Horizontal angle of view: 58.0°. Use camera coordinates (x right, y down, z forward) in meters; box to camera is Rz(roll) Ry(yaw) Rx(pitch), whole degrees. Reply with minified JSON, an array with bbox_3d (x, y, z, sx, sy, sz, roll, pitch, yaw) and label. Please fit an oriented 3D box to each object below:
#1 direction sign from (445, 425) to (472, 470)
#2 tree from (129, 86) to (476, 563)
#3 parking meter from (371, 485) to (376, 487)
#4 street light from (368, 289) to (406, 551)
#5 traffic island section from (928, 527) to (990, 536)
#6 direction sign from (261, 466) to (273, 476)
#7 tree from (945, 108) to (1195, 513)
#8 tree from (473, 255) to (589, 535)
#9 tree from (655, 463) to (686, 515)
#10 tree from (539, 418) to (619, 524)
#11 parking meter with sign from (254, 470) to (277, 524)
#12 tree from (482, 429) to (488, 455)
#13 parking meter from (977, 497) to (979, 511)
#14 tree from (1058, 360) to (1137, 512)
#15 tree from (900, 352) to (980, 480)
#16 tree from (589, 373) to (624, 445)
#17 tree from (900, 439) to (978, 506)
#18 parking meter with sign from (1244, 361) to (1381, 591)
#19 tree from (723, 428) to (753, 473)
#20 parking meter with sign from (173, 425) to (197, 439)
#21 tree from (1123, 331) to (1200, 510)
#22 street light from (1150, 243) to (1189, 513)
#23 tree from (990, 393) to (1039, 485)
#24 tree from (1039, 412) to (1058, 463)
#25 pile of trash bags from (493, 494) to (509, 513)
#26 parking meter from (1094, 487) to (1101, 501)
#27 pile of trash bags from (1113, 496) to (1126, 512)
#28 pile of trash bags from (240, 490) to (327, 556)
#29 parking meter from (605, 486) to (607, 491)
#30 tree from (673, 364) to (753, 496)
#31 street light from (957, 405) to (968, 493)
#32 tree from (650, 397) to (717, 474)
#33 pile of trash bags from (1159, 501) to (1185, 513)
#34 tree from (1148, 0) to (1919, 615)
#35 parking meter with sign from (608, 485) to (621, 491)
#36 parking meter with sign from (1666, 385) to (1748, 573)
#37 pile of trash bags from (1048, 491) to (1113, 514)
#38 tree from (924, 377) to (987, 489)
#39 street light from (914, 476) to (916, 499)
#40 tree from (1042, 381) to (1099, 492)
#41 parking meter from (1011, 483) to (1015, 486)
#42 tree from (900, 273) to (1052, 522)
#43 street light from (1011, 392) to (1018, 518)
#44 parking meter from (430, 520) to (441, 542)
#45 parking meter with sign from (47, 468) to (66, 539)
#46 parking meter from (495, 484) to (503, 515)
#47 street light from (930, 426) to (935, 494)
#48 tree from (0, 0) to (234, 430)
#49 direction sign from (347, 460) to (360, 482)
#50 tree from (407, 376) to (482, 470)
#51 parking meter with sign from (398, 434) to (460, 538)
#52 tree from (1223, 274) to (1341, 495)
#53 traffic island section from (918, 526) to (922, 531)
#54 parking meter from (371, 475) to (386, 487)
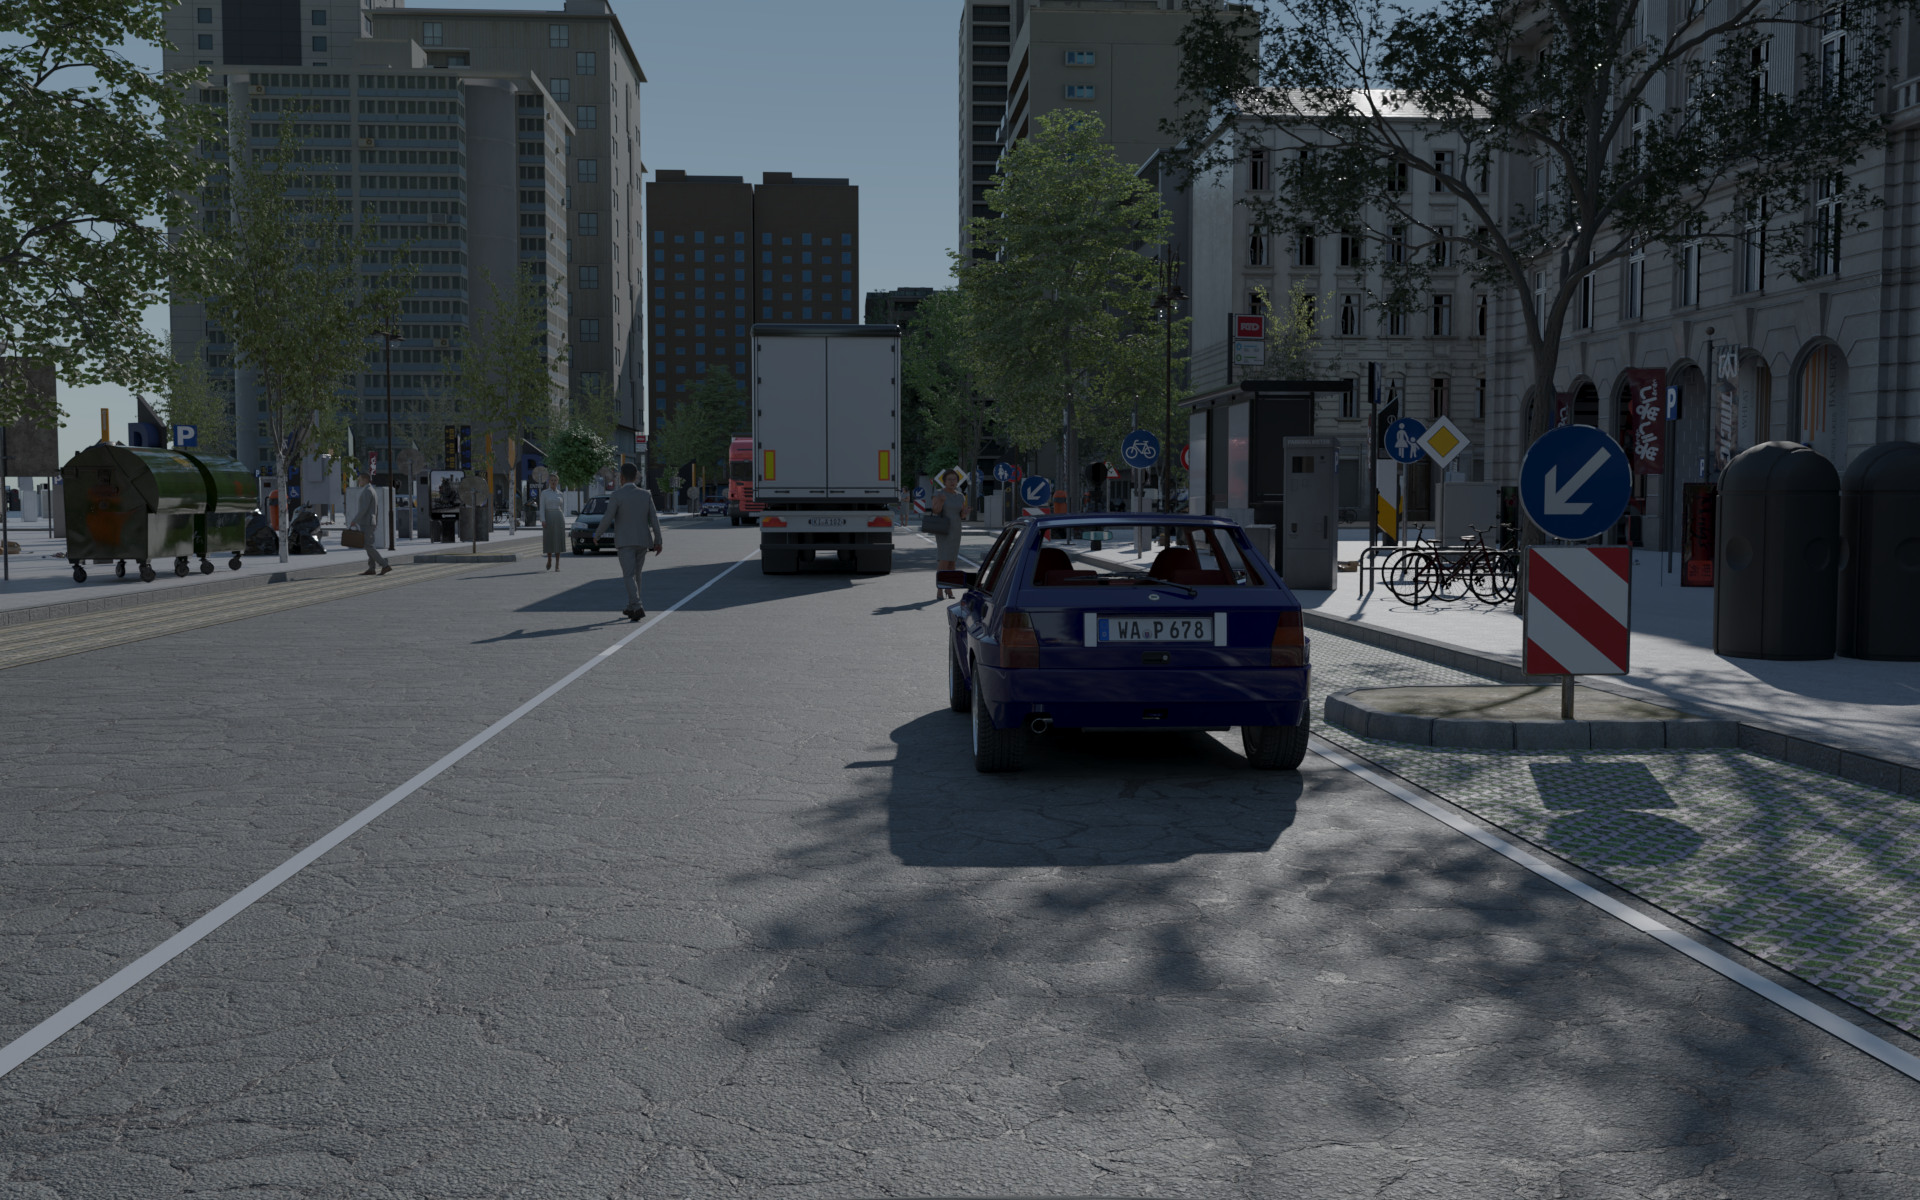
[{"bbox_3d":[-16.512,-3.979,57.058,0.876,3.537,0.379,0,4,3],"label":"direction sign"},{"bbox_3d":[-12.405,-4.993,31.998,4.737,8.622,4.395,0,3,0],"label":"tree"},{"bbox_3d":[-15.642,-2.288,45.823,0.372,1.533,0.369,0,3,0],"label":"parking meter"},{"bbox_3d":[-12.892,-4.057,39.116,0.468,5.910,1.993,0,4,-4],"label":"street light"},{"bbox_3d":[-0.075,-2.334,60.443,2.009,0.180,2.903,0,4,-4],"label":"traffic island section"},{"bbox_3d":[-55.699,-9.003,139.196,0.876,3.537,0.379,-1,4,-18],"label":"direction sign"},{"bbox_3d":[3.010,-8.189,52.022,7.486,12.596,7.792,0,3,0],"label":"tree"},{"bbox_3d":[-14.044,-6.330,53.851,4.737,8.622,4.395,0,3,0],"label":"tree"},{"bbox_3d":[-18.843,-7.204,112.392,1.663,3.219,1.824,0,3,0],"label":"tree"},{"bbox_3d":[-16.318,-5.502,73.673,4.285,4.588,4.351,0,3,0],"label":"tree"},{"bbox_3d":[-29.991,-4.821,75.081,1.738,3.016,0.543,-2,4,-28],"label":"parking meter with sign"},{"bbox_3d":[-36.748,-10.818,127.244,4.360,8.622,3.978,0,3,0],"label":"tree"},{"bbox_3d":[1.290,-7.571,129.496,0.399,1.863,0.255,-1,4,-18],"label":"parking meter"},{"bbox_3d":[7.910,-8.731,93.108,4.360,8.622,3.978,0,3,0],"label":"tree"},{"bbox_3d":[-3.069,-13.381,135.789,9.611,12.733,9.660,0,3,0],"label":"tree"},{"bbox_3d":[-22.224,-9.407,104.164,4.737,8.622,4.395,0,3,0],"label":"tree"},{"bbox_3d":[-0.674,-7.210,101.591,4.285,4.588,4.351,0,3,0],"label":"tree"},{"bbox_3d":[4.713,-1.652,23.264,1.738,3.016,0.543,1,4,22],"label":"parking meter with sign"},{"bbox_3d":[-24.921,-15.141,197.912,4.360,8.622,3.978,0,3,0],"label":"tree"},{"bbox_3d":[-19.902,-2.950,44.499,0.543,3.016,1.738,-2,4,-26],"label":"parking meter with sign"},{"bbox_3d":[9.099,-7.805,77.972,4.737,8.622,4.395,0,3,0],"label":"tree"},{"bbox_3d":[3.861,-3.628,32.111,0.468,5.910,1.993,0,4,-4],"label":"street light"},{"bbox_3d":[4.266,-10.762,126.326,4.360,8.622,3.978,0,3,0],"label":"tree"},{"bbox_3d":[7.392,-9.409,104.199,4.360,8.622,3.978,0,3,0],"label":"tree"},{"bbox_3d":[-32.397,-6.832,121.459,1.912,1.369,3.447,-3,4,-37],"label":"pile of trash bags"},{"bbox_3d":[9.037,-6.602,113.658,0.399,1.863,0.255,2,4,29],"label":"parking meter"},{"bbox_3d":[8.146,-5.501,99.688,1.912,1.369,3.447,-2,4,-30],"label":"pile of trash bags"},{"bbox_3d":[-14.826,-1.705,37.635,1.912,1.369,3.447,-1,4,-22],"label":"pile of trash bags"},{"bbox_3d":[-22.100,-6.228,107.543,0.399,1.863,0.255,3,5,40],"label":"parking meter"},{"bbox_3d":[-21.151,-14.230,150.788,7.486,12.596,7.792,0,3,0],"label":"tree"},{"bbox_3d":[0.117,-7.026,87.656,0.468,5.910,1.993,0,4,-4],"label":"street light"},{"bbox_3d":[-20.591,-11.061,131.203,4.737,8.622,4.395,0,3,0],"label":"tree"},{"bbox_3d":[7.614,-2.684,53.640,3.447,1.369,1.912,-2,4,-35],"label":"pile of trash bags"},{"bbox_3d":[5.906,-5.099,17.783,8.767,10.594,7.601,1,4,18],"label":"tree"},{"bbox_3d":[-23.689,-7.589,120.345,1.738,3.016,0.543,1,4,17],"label":"parking meter with sign"},{"bbox_3d":[12.346,-1.938,27.952,1.738,3.016,0.543,0,4,5],"label":"parking meter with sign"},{"bbox_3d":[3.090,-2.404,49.063,1.912,1.369,3.447,1,4,12],"label":"pile of trash bags"},{"bbox_3d":[-0.421,-9.738,109.574,4.737,8.622,4.395,0,3,0],"label":"tree"},{"bbox_3d":[-3.707,-10.364,142.233,0.468,5.910,1.993,0,4,-4],"label":"street light"},{"bbox_3d":[6.930,-9.717,109.233,4.737,8.622,4.395,0,3,0],"label":"tree"},{"bbox_3d":[2.856,-5.280,92.045,0.255,1.863,0.399,0,4,0],"label":"parking meter"},{"bbox_3d":[0.756,-9.448,80.222,9.928,11.665,9.643,0,3,0],"label":"tree"},{"bbox_3d":[1.950,-5.327,59.879,0.468,5.910,1.993,0,4,-4],"label":"street light"},{"bbox_3d":[-13.996,-2.487,46.368,0.399,1.863,0.255,3,4,38],"label":"parking meter"},{"bbox_3d":[-26.155,-3.328,50.677,0.543,3.016,1.738,0,4,5],"label":"parking meter with sign"},{"bbox_3d":[-26.891,-5.826,100.965,0.399,1.863,0.255,-3,5,-41],"label":"parking meter"},{"bbox_3d":[-1.790,-8.712,115.227,0.468,5.910,1.993,0,4,-4],"label":"street light"},{"bbox_3d":[-12.005,-6.151,18.701,7.486,12.596,7.792,0,3,0],"label":"tree"},{"bbox_3d":[-40.384,-7.547,115.384,0.876,3.537,0.379,1,4,9],"label":"direction sign"},{"bbox_3d":[-32.675,-9.571,106.854,4.360,8.622,3.978,0,3,0],"label":"tree"},{"bbox_3d":[-15.491,-3.317,50.494,1.738,3.016,0.543,-1,4,-10],"label":"parking meter with sign"},{"bbox_3d":[10.891,-6.622,58.635,4.360,8.622,3.978,0,3,0],"label":"tree"},{"bbox_3d":[-0.618,-2.821,68.409,2.009,0.180,2.903,0,4,-4],"label":"traffic island section"},{"bbox_3d":[-17.431,-2.832,52.018,0.399,1.863,0.255,-3,4,-38],"label":"parking meter"}]
